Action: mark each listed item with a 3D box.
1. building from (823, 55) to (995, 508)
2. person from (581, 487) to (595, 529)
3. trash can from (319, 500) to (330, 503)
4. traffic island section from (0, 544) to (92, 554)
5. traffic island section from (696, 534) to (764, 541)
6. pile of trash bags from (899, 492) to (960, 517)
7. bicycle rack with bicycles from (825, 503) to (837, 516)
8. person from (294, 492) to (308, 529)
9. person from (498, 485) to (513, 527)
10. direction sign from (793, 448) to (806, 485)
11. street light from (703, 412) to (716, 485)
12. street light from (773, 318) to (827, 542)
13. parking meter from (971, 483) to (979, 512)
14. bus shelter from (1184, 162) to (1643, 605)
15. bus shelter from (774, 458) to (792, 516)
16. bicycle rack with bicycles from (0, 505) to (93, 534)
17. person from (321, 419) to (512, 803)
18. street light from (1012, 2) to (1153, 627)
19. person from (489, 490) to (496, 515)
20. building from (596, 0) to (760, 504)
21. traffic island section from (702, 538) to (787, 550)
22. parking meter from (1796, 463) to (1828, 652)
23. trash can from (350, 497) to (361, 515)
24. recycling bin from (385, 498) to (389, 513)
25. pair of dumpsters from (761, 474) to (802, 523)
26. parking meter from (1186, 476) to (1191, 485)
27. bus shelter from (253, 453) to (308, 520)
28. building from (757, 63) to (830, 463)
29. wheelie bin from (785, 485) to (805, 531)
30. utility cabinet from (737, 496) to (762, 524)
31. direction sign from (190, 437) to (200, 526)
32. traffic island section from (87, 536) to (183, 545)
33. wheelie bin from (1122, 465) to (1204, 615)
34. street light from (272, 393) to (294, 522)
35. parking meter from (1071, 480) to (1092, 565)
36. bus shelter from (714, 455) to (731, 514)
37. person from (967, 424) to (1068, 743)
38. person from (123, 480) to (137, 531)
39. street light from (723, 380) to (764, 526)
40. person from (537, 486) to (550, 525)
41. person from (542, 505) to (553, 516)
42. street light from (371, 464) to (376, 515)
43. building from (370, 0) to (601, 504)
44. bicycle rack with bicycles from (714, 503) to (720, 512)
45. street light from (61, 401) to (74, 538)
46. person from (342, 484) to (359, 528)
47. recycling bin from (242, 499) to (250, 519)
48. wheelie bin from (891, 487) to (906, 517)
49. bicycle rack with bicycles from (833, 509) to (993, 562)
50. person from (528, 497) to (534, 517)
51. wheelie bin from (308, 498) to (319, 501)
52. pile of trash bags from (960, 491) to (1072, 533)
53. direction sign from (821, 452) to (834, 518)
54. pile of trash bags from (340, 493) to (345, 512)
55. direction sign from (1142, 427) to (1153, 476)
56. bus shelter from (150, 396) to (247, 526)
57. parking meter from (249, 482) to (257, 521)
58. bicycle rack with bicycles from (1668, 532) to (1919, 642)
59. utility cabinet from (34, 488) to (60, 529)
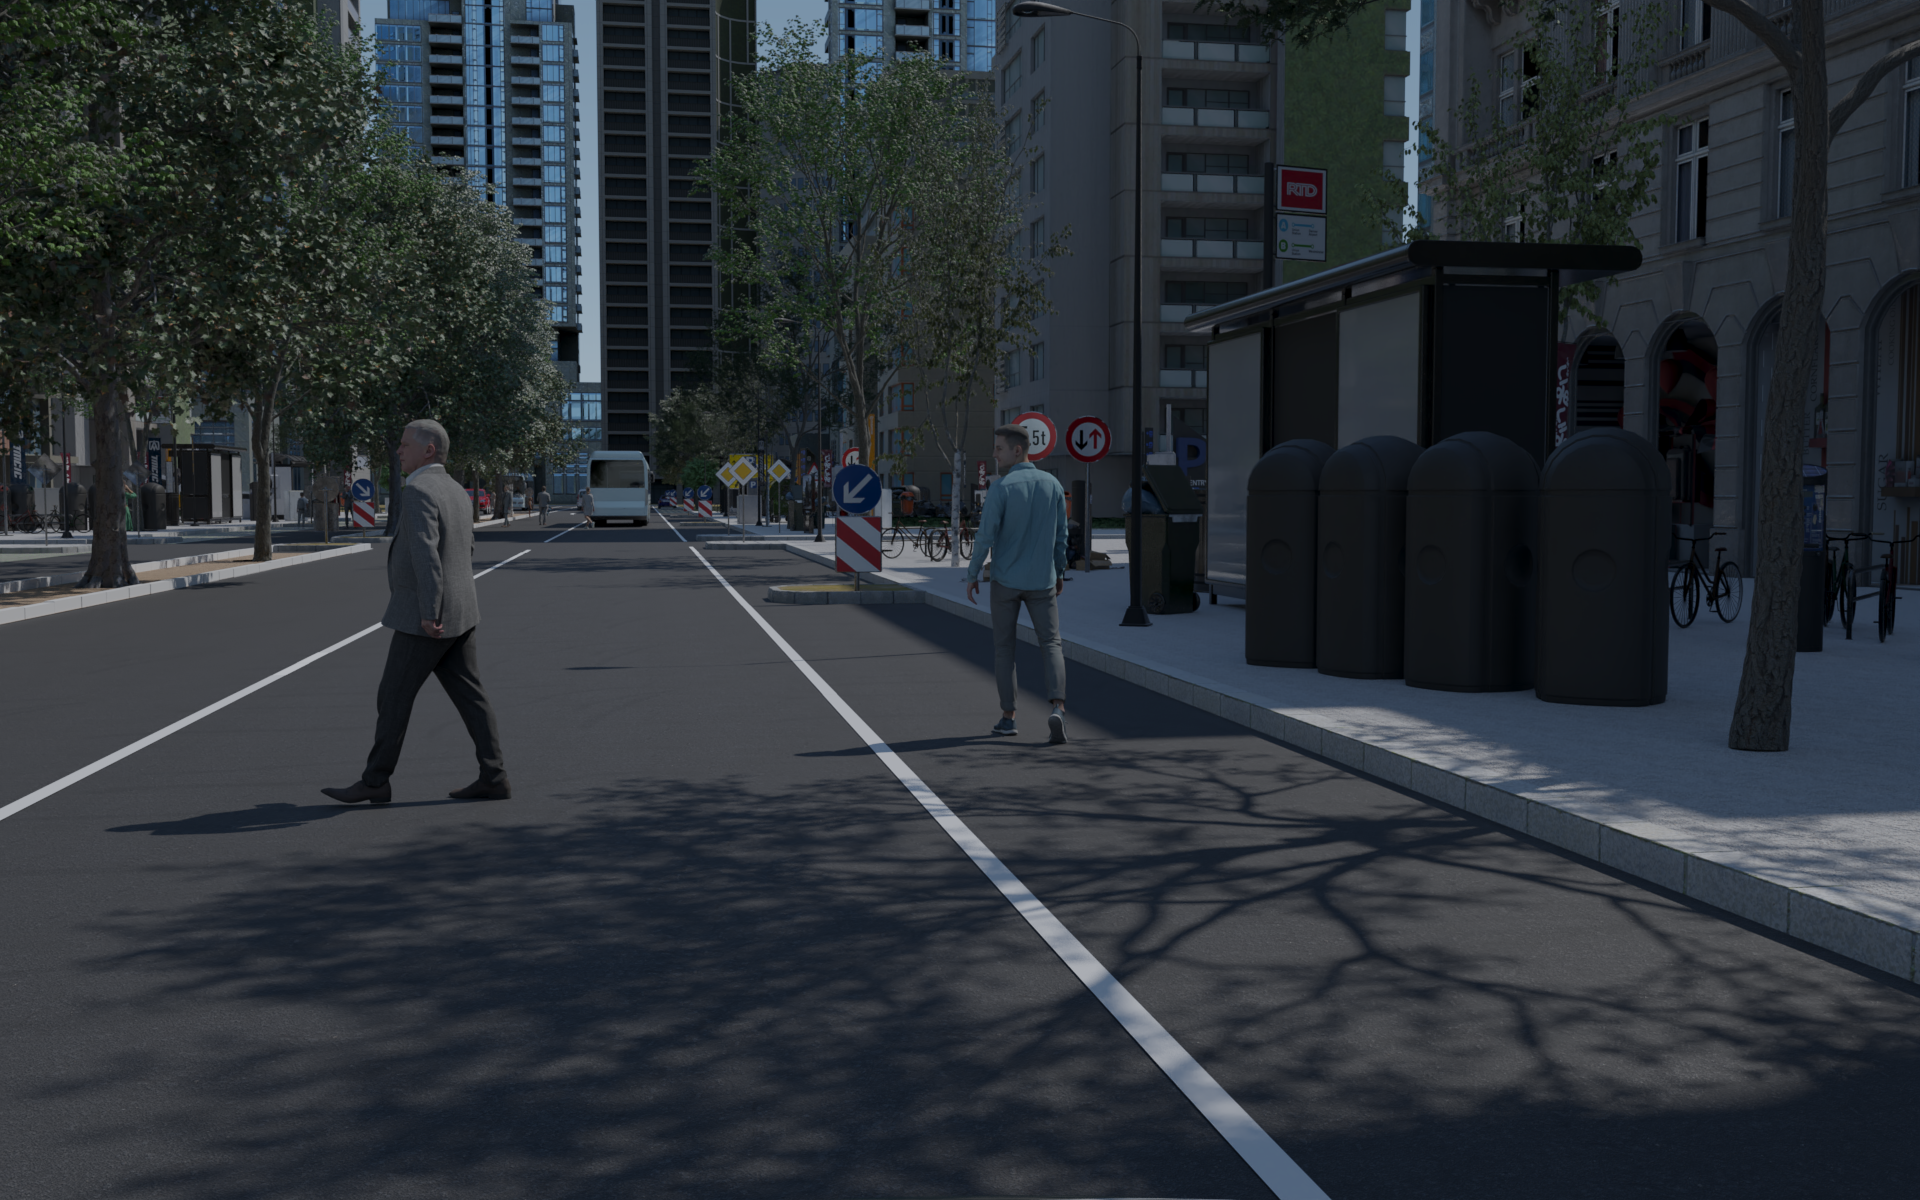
[{"bbox_3d":[3.995,-28.264,153.998,32.217,40.220,23.993,-1,4,-10],"label":"building"},{"bbox_3d":[-15.185,-3.769,70.876,0.760,1.731,0.466,3,4,37],"label":"person"},{"bbox_3d":[-36.071,-5.296,98.249,0.748,1.137,0.748,0,3,0],"label":"trash can"},{"bbox_3d":[-22.562,-1.252,42.745,2.009,0.180,2.903,-1,4,-10],"label":"traffic island section"},{"bbox_3d":[-7.149,-1.921,53.687,2.009,0.180,2.903,-1,4,-10],"label":"traffic island section"},{"bbox_3d":[-1.157,-3.664,69.654,3.447,1.369,1.912,3,5,44],"label":"pile of trash bags"},{"bbox_3d":[-7.402,-5.418,101.972,2.852,0.926,2.925,3,4,36],"label":"bicycle rack with bicycles"},{"bbox_3d":[-27.118,-3.681,71.281,0.523,1.515,0.503,2,4,26],"label":"person"},{"bbox_3d":[-19.565,-4.034,74.551,0.694,1.812,0.767,2,4,31],"label":"person"},{"bbox_3d":[-7.931,-5.708,85.318,0.379,3.537,0.876,3,5,41],"label":"direction sign"},{"bbox_3d":[-13.812,-7.670,97.947,1.470,5.913,1.316,-1,4,-10],"label":"street light"},{"bbox_3d":[-4.275,-4.491,45.969,1.470,5.913,1.316,-1,4,-10],"label":"street light"},{"bbox_3d":[0.795,-5.413,94.217,0.399,1.863,0.255,-2,4,-33],"label":"parking meter"},{"bbox_3d":[3.944,-2.513,18.720,2.179,5.291,8.768,-1,4,-10],"label":"bus shelter"},{"bbox_3d":[-10.542,-6.447,99.324,2.014,3.302,5.546,-1,4,-10],"label":"bus shelter"},{"bbox_3d":[-29.907,-2.642,56.574,2.925,0.926,2.852,-1,4,-20],"label":"bicycle rack with bicycles"},{"bbox_3d":[-2.527,0.052,8.050,0.834,1.777,0.661,0,4,-5],"label":"person"},{"bbox_3d":[1.181,-2.696,16.620,1.470,5.913,1.316,-1,4,-10],"label":"street light"},{"bbox_3d":[-31.150,-6.513,115.322,0.374,1.781,0.599,-3,5,-44],"label":"person"},{"bbox_3d":[-37.095,-48.371,229.120,20.611,71.187,20.563,-1,4,-10],"label":"building"},{"bbox_3d":[-5.702,-1.441,45.833,2.009,0.180,2.903,-1,4,-10],"label":"traffic island section"},{"bbox_3d":[6.872,-0.352,14.168,0.372,1.533,0.369,0,3,0],"label":"parking meter"},{"bbox_3d":[-36.164,-5.624,103.613,0.748,1.137,0.748,0,3,0],"label":"trash can"},{"bbox_3d":[-39.075,-6.516,119.094,0.722,1.027,0.722,-3,4,-36],"label":"recycling bin"},{"bbox_3d":[-8.092,-4.664,78.751,1.574,2.255,4.437,-1,4,-10],"label":"pair of dumpsters"},{"bbox_3d":[7.228,-3.061,55.759,0.255,1.863,0.399,-1,4,-22],"label":"parking meter"},{"bbox_3d":[-34.256,-5.759,88.081,2.014,3.302,5.546,-1,4,-10],"label":"bus shelter"},{"bbox_3d":[-13.298,-42.389,235.062,28.212,58.520,21.231,-1,4,-10],"label":"building"},{"bbox_3d":[-5.616,-3.199,60.212,0.980,1.594,0.693,-2,4,-27],"label":"wheelie bin"},{"bbox_3d":[-8.999,-3.842,73.981,1.020,1.237,0.306,-2,4,-25],"label":"utility cabinet"},{"bbox_3d":[-30.424,-4.694,68.748,0.379,3.537,0.876,-1,4,-21],"label":"direction sign"},{"bbox_3d":[-24.009,-1.732,50.598,2.009,0.180,2.903,-1,4,-10],"label":"traffic island section"},{"bbox_3d":[2.152,-0.658,18.674,0.693,1.594,0.980,3,5,45],"label":"wheelie bin"},{"bbox_3d":[-30.606,-6.494,78.711,1.470,5.913,1.316,-1,4,-10],"label":"street light"},{"bbox_3d":[2.217,-1.415,31.551,0.372,1.533,0.369,0,3,0],"label":"parking meter"},{"bbox_3d":[-14.420,-7.176,108.617,1.731,3.624,6.357,-1,4,-10],"label":"bus shelter"},{"bbox_3d":[0.361,-0.108,10.132,0.638,1.841,0.748,-1,4,-12],"label":"person"},{"bbox_3d":[-19.641,-1.944,40.538,0.600,1.795,0.529,0,4,-4],"label":"person"},{"bbox_3d":[-8.601,-5.920,69.335,1.470,5.913,1.316,-1,4,-10],"label":"street light"},{"bbox_3d":[-19.281,-4.375,80.223,0.606,1.804,0.583,-1,4,-14],"label":"person"},{"bbox_3d":[-27.336,-6.161,114.727,0.738,1.151,1.012,1,4,20],"label":"person"},{"bbox_3d":[-35.895,-8.243,107.309,1.470,5.913,1.316,-1,4,-10],"label":"street light"},{"bbox_3d":[-62.676,-55.805,225.086,31.000,86.520,22.319,-1,4,-10],"label":"building"},{"bbox_3d":[-15.993,-6.628,121.742,2.925,0.926,2.852,1,4,15],"label":"bicycle rack with bicycles"},{"bbox_3d":[-25.344,-4.744,50.108,1.470,5.913,1.316,-1,4,-10],"label":"street light"},{"bbox_3d":[-25.398,-3.904,72.132,0.655,1.846,0.447,-2,4,-27],"label":"person"},{"bbox_3d":[-36.758,-4.711,89.575,0.722,1.027,0.722,-2,4,-26],"label":"recycling bin"},{"bbox_3d":[-2.638,-4.091,74.799,0.980,1.594,0.693,1,4,10],"label":"wheelie bin"},{"bbox_3d":[-0.415,-1.276,34.248,2.852,0.926,2.925,3,5,42],"label":"bicycle rack with bicycles"},{"bbox_3d":[-26.415,-5.713,106.575,0.373,1.253,0.362,0,4,-4],"label":"person"},{"bbox_3d":[-35.008,-5.253,93.789,0.980,1.594,0.693,-1,4,-21],"label":"wheelie bin"},{"bbox_3d":[2.025,-2.844,56.251,3.447,1.369,1.912,-1,4,-17],"label":"pile of trash bags"},{"bbox_3d":[-7.282,-6.250,94.189,0.876,3.537,0.379,-1,4,-21],"label":"direction sign"},{"bbox_3d":[-44.703,-6.880,122.242,1.912,1.369,3.447,3,4,37],"label":"pile of trash bags"},{"bbox_3d":[6.212,-4.089,58.854,0.876,3.537,0.379,-2,4,-34],"label":"direction sign"},{"bbox_3d":[-32.307,-5.854,73.343,2.179,5.291,8.768,-1,4,-10],"label":"bus shelter"},{"bbox_3d":[-33.736,-4.711,82.731,0.399,1.863,0.255,3,5,45],"label":"parking meter"},{"bbox_3d":[7.859,-0.192,16.520,2.852,0.926,2.925,3,4,38],"label":"bicycle rack with bicycles"},{"bbox_3d":[-33.184,-3.316,62.896,1.173,1.500,0.318,-1,4,-21],"label":"utility cabinet"}]
